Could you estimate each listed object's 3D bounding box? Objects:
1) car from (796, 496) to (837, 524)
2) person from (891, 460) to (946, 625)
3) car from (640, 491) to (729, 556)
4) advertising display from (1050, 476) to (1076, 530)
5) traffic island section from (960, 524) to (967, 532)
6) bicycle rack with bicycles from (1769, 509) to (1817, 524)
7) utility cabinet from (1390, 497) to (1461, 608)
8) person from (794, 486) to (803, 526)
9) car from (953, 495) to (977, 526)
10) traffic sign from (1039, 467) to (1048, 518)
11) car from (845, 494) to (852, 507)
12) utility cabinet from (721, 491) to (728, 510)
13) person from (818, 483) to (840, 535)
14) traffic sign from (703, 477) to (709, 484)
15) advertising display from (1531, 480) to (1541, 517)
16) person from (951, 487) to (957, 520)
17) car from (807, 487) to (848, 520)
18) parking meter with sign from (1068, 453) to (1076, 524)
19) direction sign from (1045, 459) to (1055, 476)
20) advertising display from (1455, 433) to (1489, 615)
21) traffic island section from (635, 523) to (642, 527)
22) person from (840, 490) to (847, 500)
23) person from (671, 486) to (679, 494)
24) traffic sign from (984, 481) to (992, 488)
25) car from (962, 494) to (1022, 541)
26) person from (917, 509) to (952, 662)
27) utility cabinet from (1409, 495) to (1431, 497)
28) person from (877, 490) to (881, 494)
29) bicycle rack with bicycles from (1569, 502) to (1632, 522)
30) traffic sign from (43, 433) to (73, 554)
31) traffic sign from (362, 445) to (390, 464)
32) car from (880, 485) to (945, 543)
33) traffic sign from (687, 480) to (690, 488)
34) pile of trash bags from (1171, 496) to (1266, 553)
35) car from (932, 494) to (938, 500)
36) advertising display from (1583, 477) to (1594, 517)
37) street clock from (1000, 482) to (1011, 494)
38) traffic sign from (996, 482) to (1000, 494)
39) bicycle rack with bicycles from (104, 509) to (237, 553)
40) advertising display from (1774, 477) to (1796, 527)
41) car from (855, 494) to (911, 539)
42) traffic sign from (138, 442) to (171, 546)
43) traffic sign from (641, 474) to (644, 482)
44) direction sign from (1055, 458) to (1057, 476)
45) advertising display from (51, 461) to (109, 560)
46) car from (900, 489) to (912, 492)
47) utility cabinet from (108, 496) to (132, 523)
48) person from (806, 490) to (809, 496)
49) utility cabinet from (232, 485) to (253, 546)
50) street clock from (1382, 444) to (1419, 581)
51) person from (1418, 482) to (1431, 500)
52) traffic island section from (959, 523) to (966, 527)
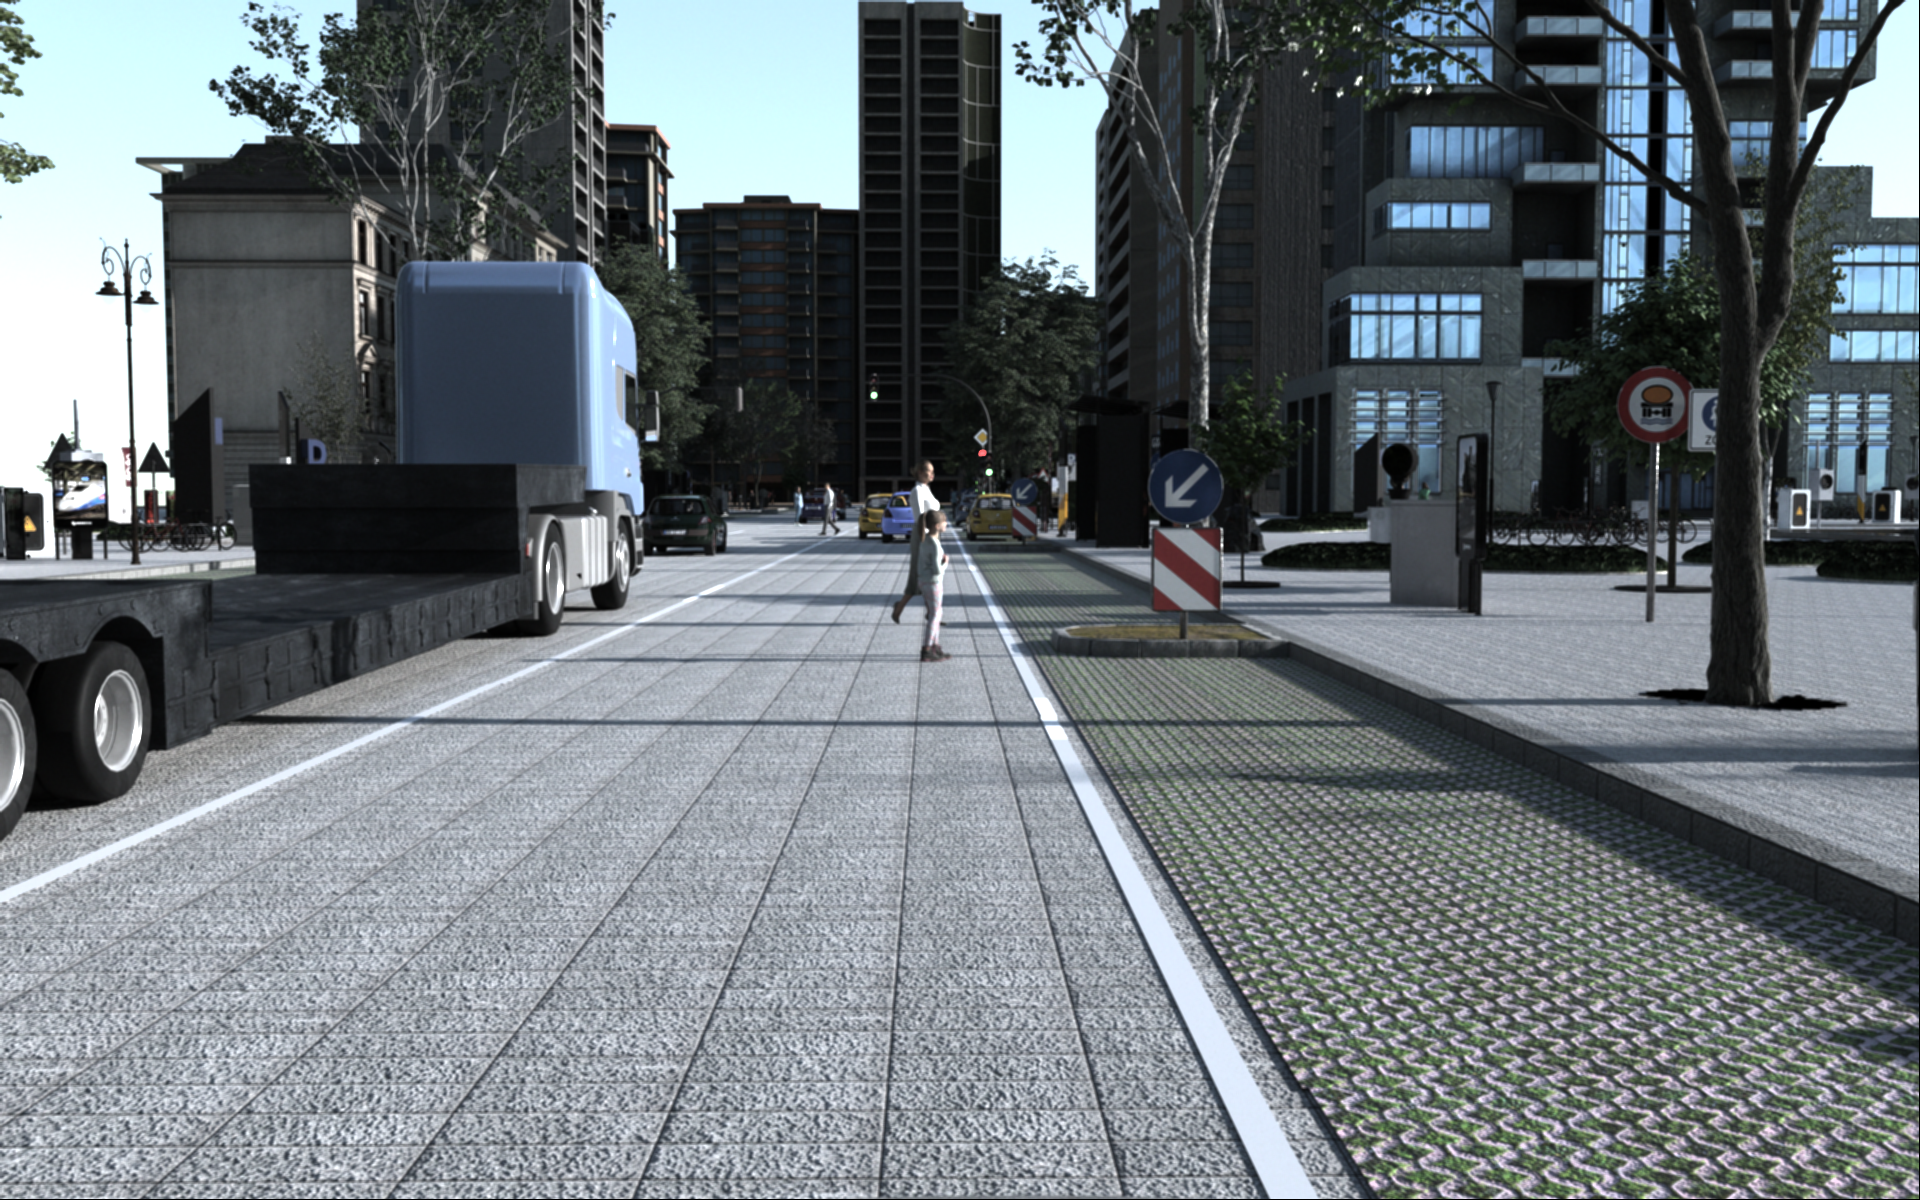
[{"bbox_3d":[-7.023,-4.421,84.855,1.945,1.354,3.894,0,4,1],"label":"car"},{"bbox_3d":[-0.459,-0.625,18.948,0.641,1.798,0.478,2,4,25],"label":"person"},{"bbox_3d":[-6.612,-1.949,41.661,2.009,1.686,4.222,0,4,-2],"label":"car"},{"bbox_3d":[3.713,-3.493,62.326,0.974,1.923,0.123,-1,4,-13],"label":"advertising display"},{"bbox_3d":[1.108,-2.670,65.930,2.009,0.180,2.903,0,4,-1],"label":"traffic island section"},{"bbox_3d":[36.159,-3.810,75.683,2.852,0.926,2.925,0,4,4],"label":"bicycle rack with bicycles"},{"bbox_3d":[5.461,-0.540,19.987,0.306,1.237,1.020,-3,4,-36],"label":"utility cabinet"},{"bbox_3d":[-7.343,-4.260,78.413,0.793,1.790,0.793,-2,4,-27],"label":"person"},{"bbox_3d":[0.673,-4.029,77.869,2.014,1.417,4.499,0,4,-1],"label":"car"},{"bbox_3d":[4.001,-5.104,83.458,0.884,2.594,0.081,0,4,3],"label":"traffic sign"},{"bbox_3d":[-12.813,-10.867,189.472,2.131,1.459,4.920,0,4,-2],"label":"car"},{"bbox_3d":[-17.007,-6.955,122.396,1.173,1.500,0.318,-1,4,-23],"label":"utility cabinet"},{"bbox_3d":[-4.585,-3.169,60.411,0.850,1.850,0.679,-1,4,-21],"label":"person"},{"bbox_3d":[-19.213,-8.026,131.223,0.884,2.594,0.081,0,4,0],"label":"traffic sign"},{"bbox_3d":[25.858,-4.438,77.770,0.123,1.923,0.974,0,4,-1],"label":"advertising display"},{"bbox_3d":[-0.276,-5.399,96.792,0.620,1.820,0.660,0,4,1],"label":"person"},{"bbox_3d":[-7.457,-5.415,97.203,2.281,1.827,5.304,0,4,-2],"label":"car"},{"bbox_3d":[5.342,-4.812,74.944,0.543,3.016,1.738,3,5,41],"label":"parking meter with sign"},{"bbox_3d":[5.137,-6.818,103.470,0.379,3.537,0.876,3,4,39],"label":"direction sign"},{"bbox_3d":[5.526,-0.827,18.731,0.123,1.923,0.974,0,4,4],"label":"advertising display"},{"bbox_3d":[-13.753,-3.145,73.696,2.009,0.180,2.903,0,4,-1],"label":"traffic island section"},{"bbox_3d":[-10.621,-9.000,155.666,0.705,1.822,1.348,2,4,33],"label":"person"},{"bbox_3d":[-18.093,-6.361,110.230,0.592,1.802,0.473,2,4,34],"label":"person"},{"bbox_3d":[2.313,-8.987,146.942,0.884,2.594,0.081,0,4,2],"label":"traffic sign"},{"bbox_3d":[1.083,-2.669,53.857,2.015,1.641,3.980,0,4,-2],"label":"car"},{"bbox_3d":[-0.217,-0.129,14.890,0.394,1.301,0.425,-2,4,-34],"label":"person"},{"bbox_3d":[20.399,-4.027,77.006,1.020,1.237,0.306,0,4,6],"label":"utility cabinet"},{"bbox_3d":[-8.123,-10.191,174.984,0.709,1.838,0.599,2,4,33],"label":"person"},{"bbox_3d":[28.367,-3.828,75.962,2.925,0.926,2.852,2,4,24],"label":"bicycle rack with bicycles"},{"bbox_3d":[-19.013,-2.246,36.724,0.884,2.594,0.081,0,4,5],"label":"traffic sign"},{"bbox_3d":[-15.106,-2.731,44.762,0.768,2.556,0.104,1,4,8],"label":"traffic sign"},{"bbox_3d":[-1.434,-2.573,51.655,1.945,1.707,3.694,0,3,0],"label":"car"},{"bbox_3d":[-20.187,-7.681,127.714,0.606,2.300,0.079,0,4,5],"label":"traffic sign"},{"bbox_3d":[5.404,-1.723,37.926,1.912,1.369,3.447,2,4,28],"label":"pile of trash bags"},{"bbox_3d":[-3.286,-10.435,179.403,1.959,1.807,4.718,0,4,1],"label":"car"},{"bbox_3d":[24.194,-3.760,66.693,0.123,1.923,0.974,0,4,5],"label":"advertising display"},{"bbox_3d":[2.544,-5.850,100.220,0.358,2.002,0.471,3,4,38],"label":"street clock"},{"bbox_3d":[3.407,-9.043,147.960,0.768,2.556,0.104,0,4,6],"label":"traffic sign"},{"bbox_3d":[-17.814,-1.577,39.171,2.852,0.926,2.925,3,5,41],"label":"bicycle rack with bicycles"},{"bbox_3d":[31.668,-3.748,66.498,0.123,1.923,0.974,-1,4,-19],"label":"advertising display"},{"bbox_3d":[-2.410,-2.815,56.242,2.015,1.641,3.980,0,4,-2],"label":"car"},{"bbox_3d":[-20.023,-2.632,43.033,0.884,2.594,0.081,0,4,8],"label":"traffic sign"},{"bbox_3d":[-17.852,-5.844,95.651,0.768,2.556,0.104,0,4,4],"label":"traffic sign"},{"bbox_3d":[6.180,-7.187,109.499,0.876,3.537,0.379,2,4,30],"label":"direction sign"},{"bbox_3d":[-17.239,-1.758,33.957,0.974,1.923,0.123,-2,4,-35],"label":"advertising display"},{"bbox_3d":[-3.482,-6.942,122.178,2.281,1.827,5.304,0,4,0],"label":"car"},{"bbox_3d":[-35.919,-3.838,73.913,0.306,1.237,1.020,3,5,40],"label":"utility cabinet"},{"bbox_3d":[-14.105,-9.379,161.711,0.599,1.838,0.709,1,4,18],"label":"person"},{"bbox_3d":[-17.101,-2.051,42.220,1.173,1.500,0.318,0,4,7],"label":"utility cabinet"},{"bbox_3d":[6.366,-1.255,25.096,0.471,2.002,0.358,3,4,37],"label":"street clock"},{"bbox_3d":[20.075,-4.196,74.893,0.600,1.795,0.529,0,4,0],"label":"person"},{"bbox_3d":[0.986,-3.158,73.914,2.009,0.180,2.903,0,4,-1],"label":"traffic island section"}]
